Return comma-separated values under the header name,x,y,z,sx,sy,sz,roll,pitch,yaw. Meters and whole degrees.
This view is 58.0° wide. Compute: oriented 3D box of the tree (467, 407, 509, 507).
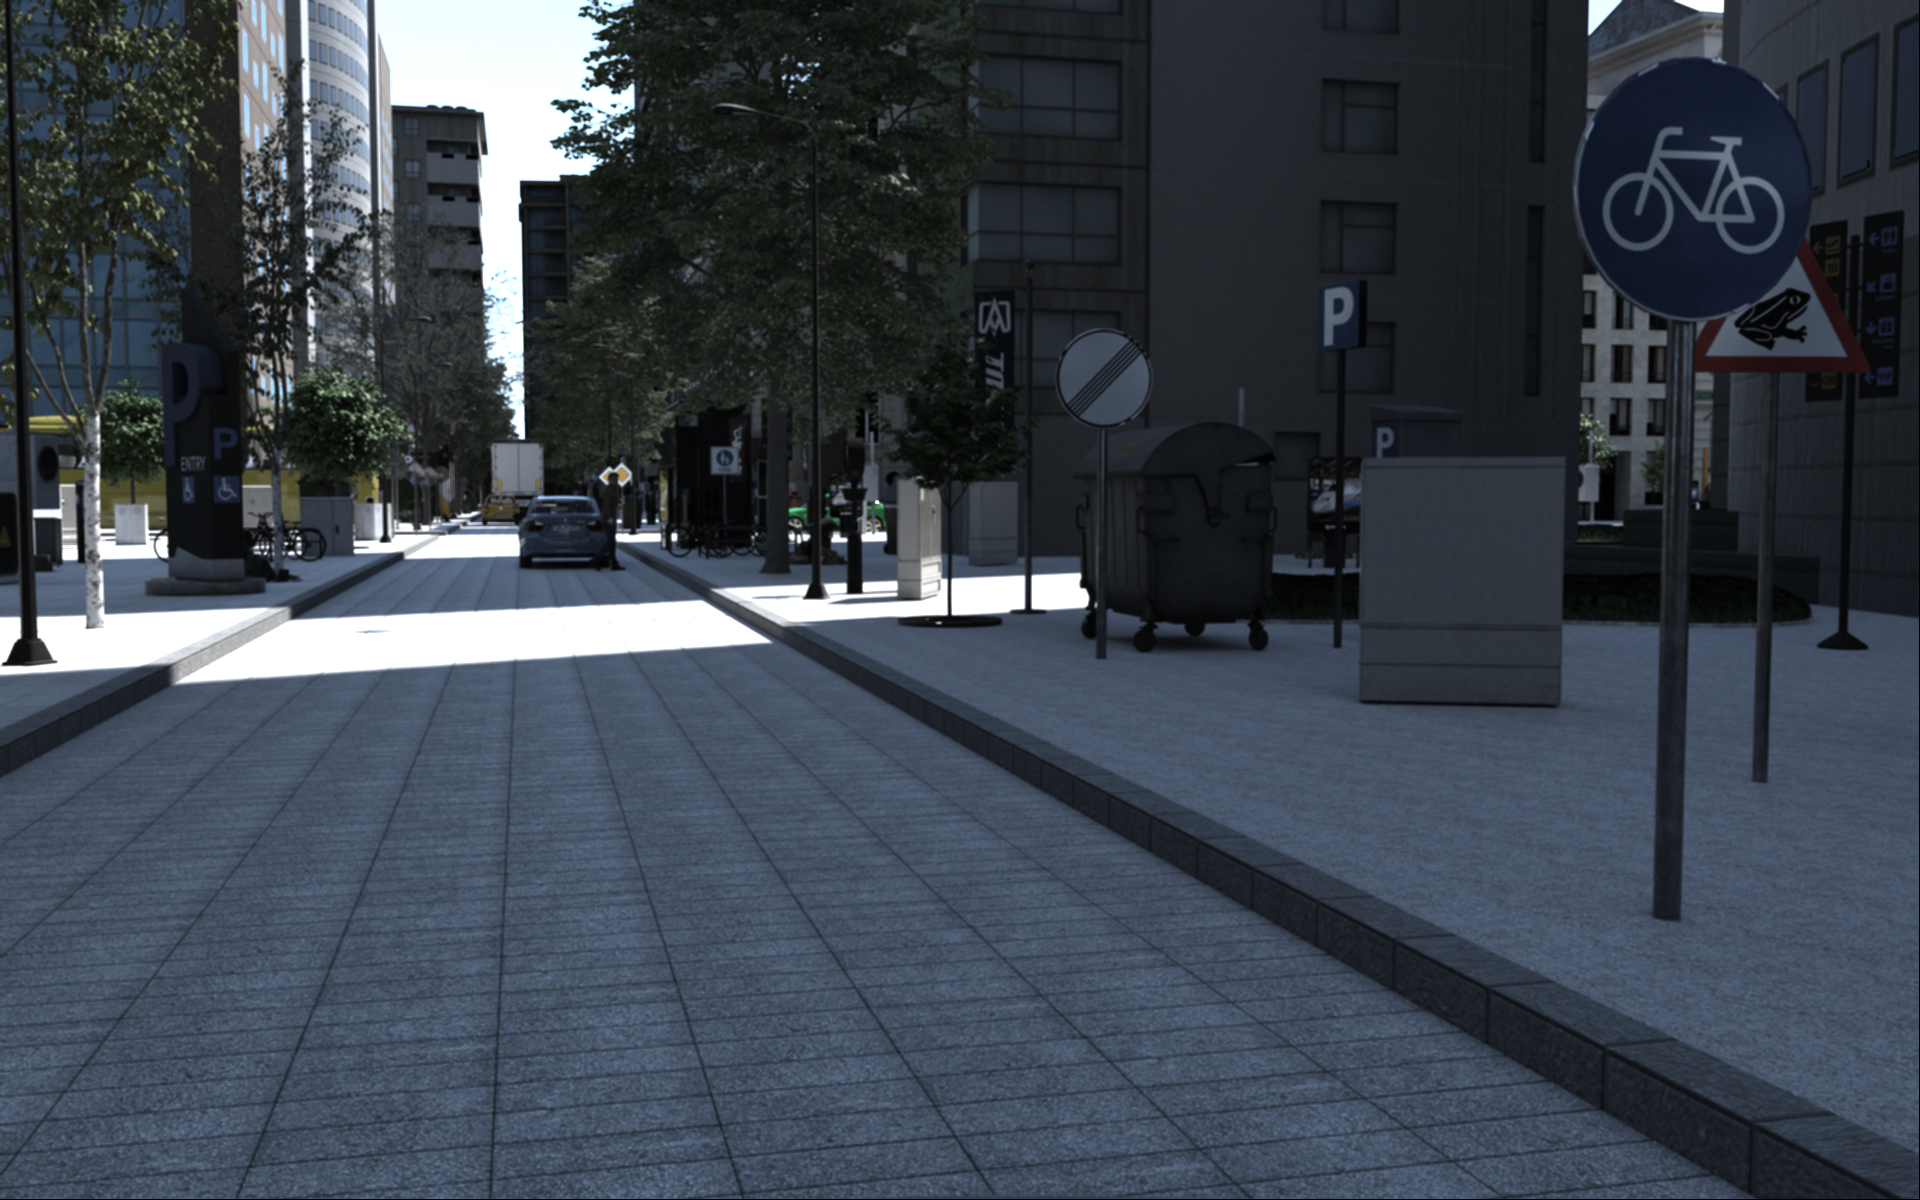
name,x,y,z,sx,sy,sz,roll,pitch,yaw
tree,-55.657,-16.909,202.211,9.928,11.665,9.643,0,3,0

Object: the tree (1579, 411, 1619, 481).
name,x,y,z,sx,sy,sz,roll,pitch,yaw
tree,20.564,-4.586,58.694,4.285,4.588,4.351,0,3,0

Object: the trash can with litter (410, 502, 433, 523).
name,x,y,z,sx,sy,sz,roll,pitch,yaw
trash can with litter,-23.587,-3.925,75.568,0.624,1.170,1.055,3,5,41

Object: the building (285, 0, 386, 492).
name,x,y,z,sx,sy,sz,roll,pitch,yaw
building,-59.501,-36.687,141.836,21.231,58.520,28.212,-1,4,-14

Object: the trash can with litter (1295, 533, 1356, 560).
name,x,y,z,sx,sy,sz,roll,pitch,yaw
trash can with litter,7.594,-1.439,34.591,2.233,1.210,1.678,-1,4,-16

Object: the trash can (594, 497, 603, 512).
name,x,y,z,sx,sy,sz,roll,pitch,yaw
trash can,-16.525,-4.175,79.909,0.748,1.137,0.748,0,3,0

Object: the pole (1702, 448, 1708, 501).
name,x,y,z,sx,sy,sz,roll,pitch,yaw
pole,32.967,-5.066,76.670,0.158,3.312,0.155,0,3,0

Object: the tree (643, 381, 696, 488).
name,x,y,z,sx,sy,sz,roll,pitch,yaw
tree,-18.531,-9.850,111.410,4.360,8.622,3.978,0,3,0

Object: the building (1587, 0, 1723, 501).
name,x,y,z,sx,sy,sz,roll,pitch,yaw
building,44.296,-18.557,90.792,23.554,28.519,14.401,-1,4,-14

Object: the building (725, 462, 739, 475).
name,x,y,z,sx,sy,sz,roll,pitch,yaw
building,-24.452,-28.527,238.121,14.107,30.474,14.160,-1,4,-14

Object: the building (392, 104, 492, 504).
name,x,y,z,sx,sy,sz,roll,pitch,yaw
building,-75.272,-39.368,232.911,27.495,52.752,28.713,-1,4,-14

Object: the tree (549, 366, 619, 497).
name,x,y,z,sx,sy,sz,roll,pitch,yaw
tree,-21.166,-9.043,98.221,4.737,8.622,4.395,0,3,0

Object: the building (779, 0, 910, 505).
name,x,y,z,sx,sy,sz,roll,pitch,yaw
building,4.653,-17.268,79.602,25.104,27.353,12.463,-1,4,-14

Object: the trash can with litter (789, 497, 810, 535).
name,x,y,z,sx,sy,sz,roll,pitch,yaw
trash can with litter,-5.018,-2.693,55.093,2.233,1.210,1.678,-3,4,-38

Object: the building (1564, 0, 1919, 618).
name,x,y,z,sx,sy,sz,roll,pitch,yaw
building,20.574,-28.953,15.379,21.231,58.520,28.212,-1,4,-14

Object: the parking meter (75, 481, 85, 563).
name,x,y,z,sx,sy,sz,roll,pitch,yaw
parking meter,-16.270,-1.461,32.304,0.372,1.533,0.369,0,3,0

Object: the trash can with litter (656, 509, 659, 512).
name,x,y,z,sx,sy,sz,roll,pitch,yaw
trash can with litter,-20.217,-6.437,116.640,1.055,1.170,0.624,0,4,-2

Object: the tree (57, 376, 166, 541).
name,x,y,z,sx,sy,sz,roll,pitch,yaw
tree,-23.128,-3.941,48.143,4.285,4.588,4.351,0,3,0

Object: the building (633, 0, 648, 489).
name,x,y,z,sx,sy,sz,roll,pitch,yaw
building,-24.959,-39.631,189.962,21.231,58.520,28.212,-1,4,-14

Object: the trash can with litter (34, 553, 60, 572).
name,x,y,z,sx,sy,sz,roll,pitch,yaw
trash can with litter,-15.501,-1.052,28.585,1.055,1.170,0.624,-3,4,-38

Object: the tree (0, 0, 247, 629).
name,x,y,z,sx,sy,sz,roll,pitch,yaw
tree,-8.476,-4.036,16.353,4.737,8.622,4.395,0,3,0

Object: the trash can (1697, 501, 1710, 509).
name,x,y,z,sx,sy,sz,roll,pitch,yaw
trash can,16.239,-1.567,37.280,0.748,1.137,0.748,0,3,0

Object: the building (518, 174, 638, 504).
name,x,y,z,sx,sy,sz,roll,pitch,yaw
building,-46.730,-35.554,235.930,28.867,44.769,22.147,-1,4,-14

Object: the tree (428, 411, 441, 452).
name,x,y,z,sx,sy,sz,roll,pitch,yaw
tree,-37.643,-13.140,132.972,7.486,12.596,7.792,0,3,0

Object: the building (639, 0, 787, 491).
name,x,y,z,sx,sy,sz,roll,pitch,yaw
building,-19.069,-33.175,166.111,21.300,48.544,21.600,-1,4,-14

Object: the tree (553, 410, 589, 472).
name,x,y,z,sx,sy,sz,roll,pitch,yaw
tree,-30.833,-11.638,140.647,4.360,8.622,3.978,0,3,0

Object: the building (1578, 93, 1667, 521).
name,x,y,z,sx,sy,sz,roll,pitch,yaw
building,24.989,-14.081,84.974,16.860,20.320,10.420,-1,4,-14

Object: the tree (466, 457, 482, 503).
name,x,y,z,sx,sy,sz,roll,pitch,yaw
tree,-54.304,-14.975,195.206,4.737,8.622,4.395,0,3,0

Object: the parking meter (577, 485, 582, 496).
name,x,y,z,sx,sy,sz,roll,pitch,yaw
parking meter,-25.583,-6.789,116.705,0.255,1.863,0.399,1,4,18

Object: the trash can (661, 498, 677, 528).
name,x,y,z,sx,sy,sz,roll,pitch,yaw
trash can,-10.396,-3.079,61.992,0.748,1.137,0.748,0,3,0

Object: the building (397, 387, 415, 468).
name,x,y,z,sx,sy,sz,roll,pitch,yaw
building,-74.446,-53.112,181.054,31.000,86.520,22.319,-1,4,-14

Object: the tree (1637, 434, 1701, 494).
name,x,y,z,sx,sy,sz,roll,pitch,yaw
tree,21.594,-3.585,53.212,1.663,3.219,1.824,0,3,0

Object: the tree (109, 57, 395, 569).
name,x,y,z,sx,sy,sz,roll,pitch,yaw
tree,-11.587,-4.781,28.536,4.360,8.622,3.978,0,3,0

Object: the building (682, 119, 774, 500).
name,x,y,z,sx,sy,sz,roll,pitch,yaw
building,-8.754,-20.880,117.808,17.030,29.872,44.131,-1,4,-14

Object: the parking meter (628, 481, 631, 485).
name,x,y,z,sx,sy,sz,roll,pitch,yaw
parking meter,-15.022,-4.447,78.426,0.255,1.863,0.399,-1,4,-9

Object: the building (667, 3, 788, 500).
name,x,y,z,sx,sy,sz,roll,pitch,yaw
building,-17.876,-28.402,147.964,14.154,41.232,14.086,-1,4,-14

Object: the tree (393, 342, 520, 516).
name,x,y,z,sx,sy,sz,roll,pitch,yaw
tree,-30.061,-10.305,102.898,8.767,10.594,7.601,1,4,17

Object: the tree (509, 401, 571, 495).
name,x,y,z,sx,sy,sz,roll,pitch,yaw
tree,-44.029,-16.332,192.788,9.928,11.665,9.643,0,3,0

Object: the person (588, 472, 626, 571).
name,x,y,z,sx,sy,sz,roll,pitch,yaw
person,-6.559,-1.464,32.340,0.656,1.842,0.836,3,5,45

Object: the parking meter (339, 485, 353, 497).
name,x,y,z,sx,sy,sz,roll,pitch,yaw
parking meter,-16.510,-2.332,46.546,0.372,1.533,0.369,0,3,0

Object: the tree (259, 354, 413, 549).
name,x,y,z,sx,sy,sz,roll,pitch,yaw
tree,-14.583,-3.481,40.625,4.285,4.588,4.351,0,3,0

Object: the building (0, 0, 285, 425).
name,x,y,z,sx,sy,sz,roll,pitch,yaw
building,-35.810,-25.721,70.652,14.600,45.320,14.200,-1,4,-14

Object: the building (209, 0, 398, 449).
name,x,y,z,sx,sy,sz,roll,pitch,yaw
building,-61.346,-31.449,164.297,14.600,45.320,14.200,-1,4,-14

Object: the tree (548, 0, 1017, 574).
name,x,y,z,sx,sy,sz,roll,pitch,yaw
tree,-2.952,-6.733,28.207,7.486,12.596,7.792,0,3,0

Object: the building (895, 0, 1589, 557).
name,x,y,z,sx,sy,sz,roll,pitch,yaw
building,5.406,-21.927,42.098,14.154,41.232,14.086,-1,4,-14

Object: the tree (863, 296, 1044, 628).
name,x,y,z,sx,sy,sz,roll,pitch,yaw
tree,-0.208,-1.367,16.947,1.663,3.219,1.824,0,3,0

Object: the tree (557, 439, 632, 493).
name,x,y,z,sx,sy,sz,roll,pitch,yaw
tree,-19.241,-6.703,93.308,4.285,4.588,4.351,0,3,0
